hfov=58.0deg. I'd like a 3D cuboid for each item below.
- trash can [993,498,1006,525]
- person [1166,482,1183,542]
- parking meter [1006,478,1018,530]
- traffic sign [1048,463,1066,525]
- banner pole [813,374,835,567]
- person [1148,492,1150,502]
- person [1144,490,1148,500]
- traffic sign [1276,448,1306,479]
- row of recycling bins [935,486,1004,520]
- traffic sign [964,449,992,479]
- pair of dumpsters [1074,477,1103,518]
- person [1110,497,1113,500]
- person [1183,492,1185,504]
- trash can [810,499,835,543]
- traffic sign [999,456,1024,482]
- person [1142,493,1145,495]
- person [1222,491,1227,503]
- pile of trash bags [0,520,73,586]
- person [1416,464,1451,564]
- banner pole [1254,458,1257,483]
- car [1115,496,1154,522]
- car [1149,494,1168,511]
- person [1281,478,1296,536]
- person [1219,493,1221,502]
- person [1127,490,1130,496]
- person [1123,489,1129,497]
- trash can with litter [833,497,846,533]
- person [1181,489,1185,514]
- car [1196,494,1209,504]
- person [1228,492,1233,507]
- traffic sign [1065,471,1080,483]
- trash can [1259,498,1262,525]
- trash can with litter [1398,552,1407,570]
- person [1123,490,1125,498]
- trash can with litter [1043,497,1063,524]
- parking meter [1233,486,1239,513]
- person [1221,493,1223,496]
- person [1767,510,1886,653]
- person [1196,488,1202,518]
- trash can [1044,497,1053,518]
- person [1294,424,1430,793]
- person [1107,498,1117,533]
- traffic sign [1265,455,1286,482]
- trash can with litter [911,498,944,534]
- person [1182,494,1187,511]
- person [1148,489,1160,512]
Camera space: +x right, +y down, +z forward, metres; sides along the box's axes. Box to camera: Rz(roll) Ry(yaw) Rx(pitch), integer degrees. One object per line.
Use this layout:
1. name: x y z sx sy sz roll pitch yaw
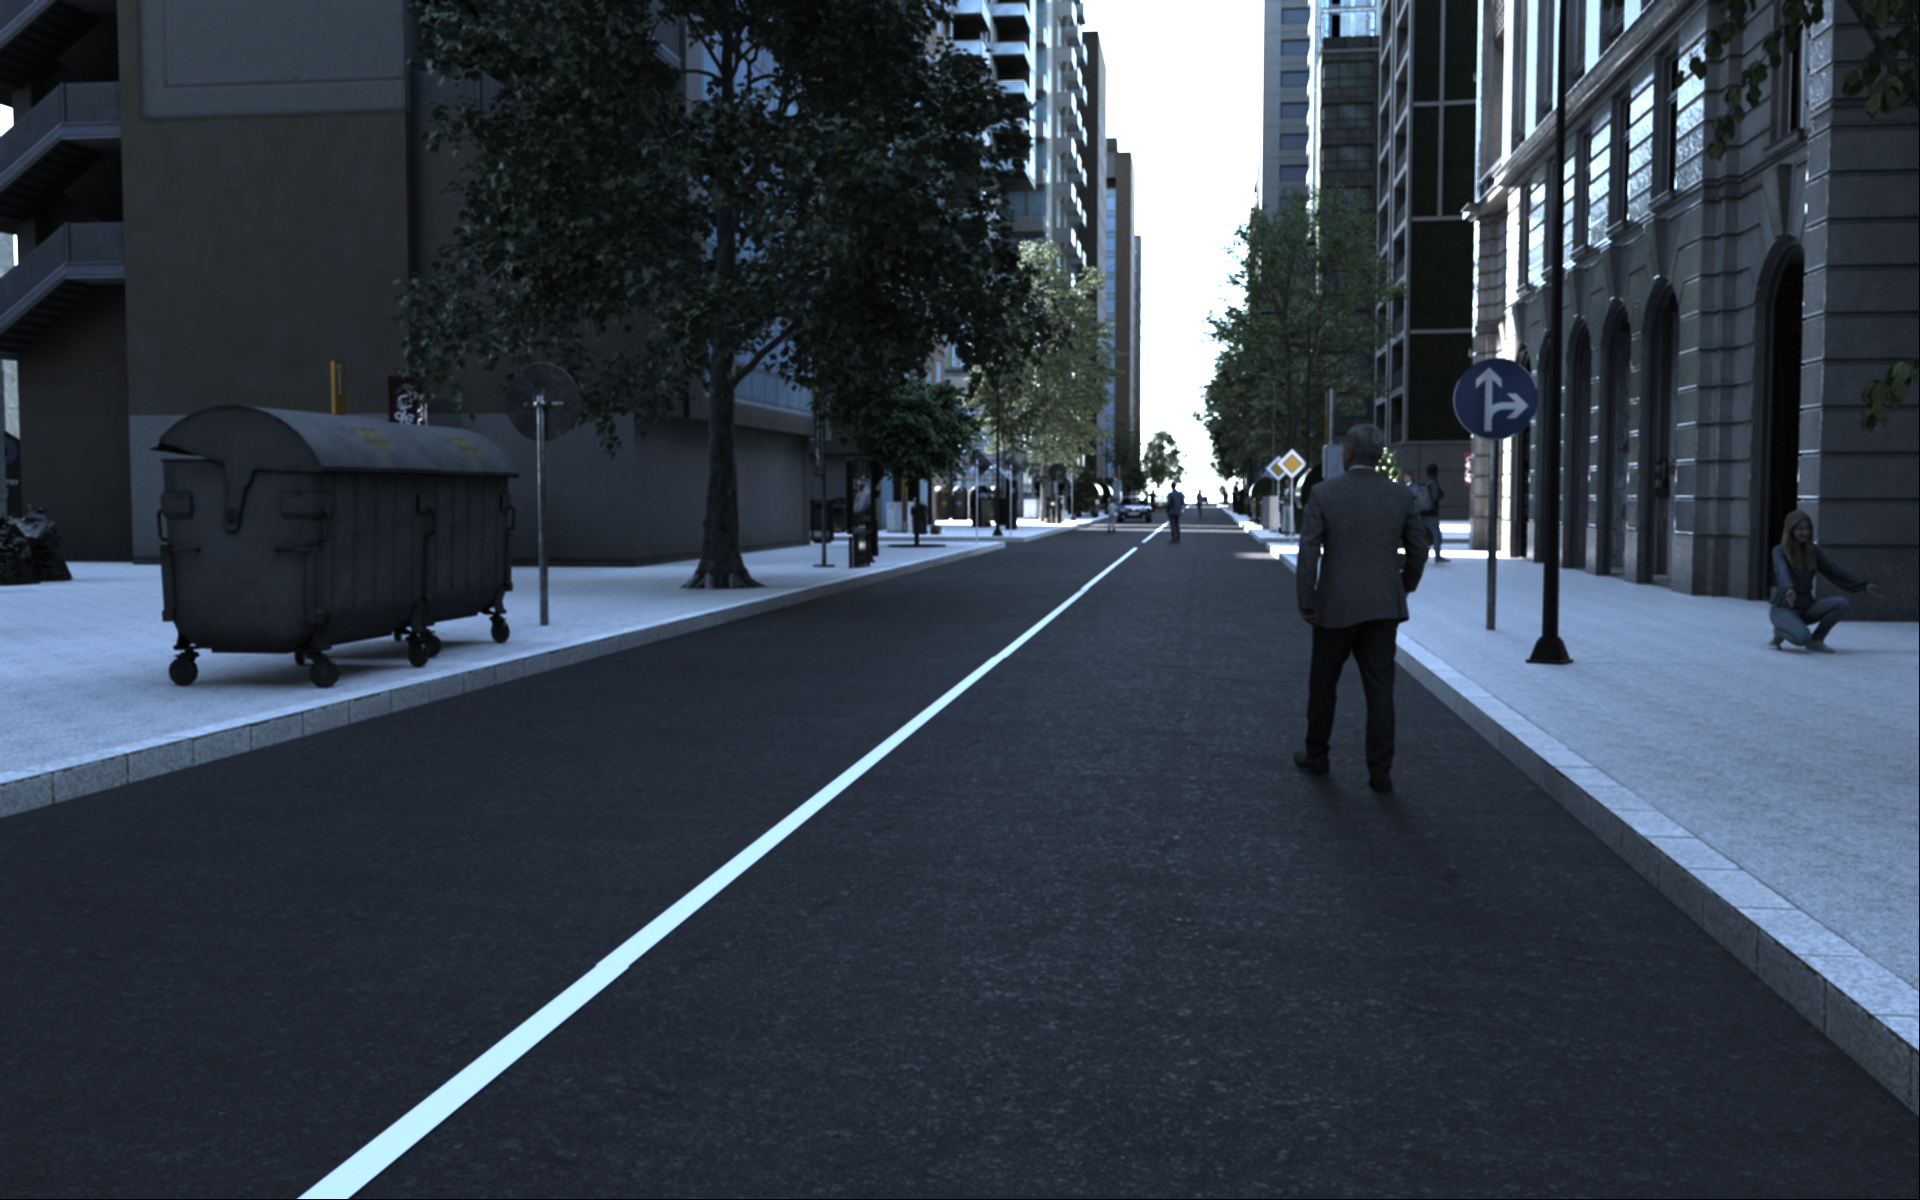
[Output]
1. trash can: 1.717 -3.673 71.700 0.748 1.137 0.748 0 3 0
2. person: 6.388 -2.621 51.534 0.721 1.800 0.419 -3 5 -43
3. parking meter: 1.873 -3.492 62.805 0.399 1.863 0.255 -1 4 -22
4. traffic sign: 3.969 -4.341 71.084 0.768 2.556 0.104 1 4 16
5. banner pole: -2.446 -2.464 30.311 0.401 3.779 0.863 1 4 10
6. person: 23.698 -12.994 219.198 0.721 1.736 1.217 3 5 40
7. person: 14.263 -7.598 133.454 0.721 1.736 1.217 0 4 -6
8. traffic sign: 8.440 -2.555 43.961 0.795 2.593 0.064 0 4 8
9. row of recycling bins: 0.397 -4.781 85.276 3.534 1.692 1.069 0 4 6
10. traffic sign: 0.427 -2.625 45.104 0.795 2.593 0.064 0 4 8
11. pair of dumpsters: 7.006 -5.692 95.561 1.574 2.255 4.437 1 4 8
12. person: 13.612 -9.281 157.802 0.705 1.822 1.348 1 4 22
13. person: 31.482 -14.298 243.194 0.530 1.710 0.541 2 4 30
14. trash can: -3.621 -2.069 45.478 0.748 1.137 0.748 0 3 0
15. traffic sign: 1.539 -3.108 53.012 0.795 2.593 0.064 0 4 8
16. person: 25.691 -14.308 239.981 1.348 1.824 0.705 3 5 39
17. person: 35.123 -13.570 228.633 1.217 1.735 0.721 -2 4 -24
18. pile of trash bags: -14.811 -0.952 25.320 3.447 1.369 1.912 1 4 14
19. person: 8.463 -1.542 31.238 0.713 1.824 0.794 0 4 0
20. banner pole: 20.244 -7.873 118.741 0.401 3.779 0.863 0 4 -1
21. car: 8.964 -4.669 88.916 1.945 1.354 3.894 0 4 7
22. car: 16.834 -8.230 144.778 2.015 1.641 3.980 1 4 9
23. person: 9.957 -2.817 52.643 0.362 1.759 0.519 -3 4 -38
24. person: 39.430 -15.431 261.600 0.557 1.426 1.065 -2 4 -31
25. person: 20.812 -12.631 213.286 0.721 1.735 1.217 -1 4 -16
26. person: 15.262 -9.292 158.885 0.541 1.710 0.530 3 4 36
27. trash can with litter: -4.005 -2.836 57.757 0.624 1.170 1.055 0 4 3
28. person: 15.686 -6.945 122.394 0.374 1.781 0.599 2 4 33
29. car: 36.075 -15.020 257.570 2.014 1.417 4.499 1 4 10
30. person: 26.606 -9.912 168.194 1.348 1.812 0.705 1 4 13
31. traffic sign: 5.600 -5.327 86.836 0.795 2.593 0.064 1 4 11
32. trash can: 12.050 -3.432 67.764 0.748 1.137 0.748 0 3 0
33. trash can with litter: 7.248 -1.118 29.661 1.055 1.170 0.624 2 4 23
34. person: 16.434 -10.309 175.377 0.721 1.735 1.217 -1 4 -21
35. trash can with litter: 3.930 -3.842 74.209 0.624 1.170 1.055 -2 4 -34
36. parking meter: 18.930 -6.906 118.618 0.399 1.863 0.255 0 4 1
37. person: 37.880 -14.839 248.288 0.705 1.869 1.348 -3 4 -39
38. person: 6.978 -0.154 14.059 1.012 1.151 0.738 0 4 -8
39. person: 14.217 -5.791 103.363 0.537 1.800 0.526 -3 4 -37
40. trash can: 4.040 -3.906 75.524 0.748 1.137 0.748 0 3 0
41. person: 1.960 0.015 8.654 0.661 1.777 0.834 -1 4 -9
42. person: 5.641 -3.164 64.505 0.425 1.301 0.394 -3 5 -44
43. traffic sign: 9.552 -3.038 51.869 0.795 2.593 0.064 0 4 8
44. trash can with litter: -1.045 -2.690 55.364 1.055 1.170 0.624 1 4 12
45. person: 19.252 -8.584 149.784 0.756 1.711 0.436 2 4 27
46. person: 15.058 -7.769 135.483 1.348 1.831 0.705 -2 4 -26
